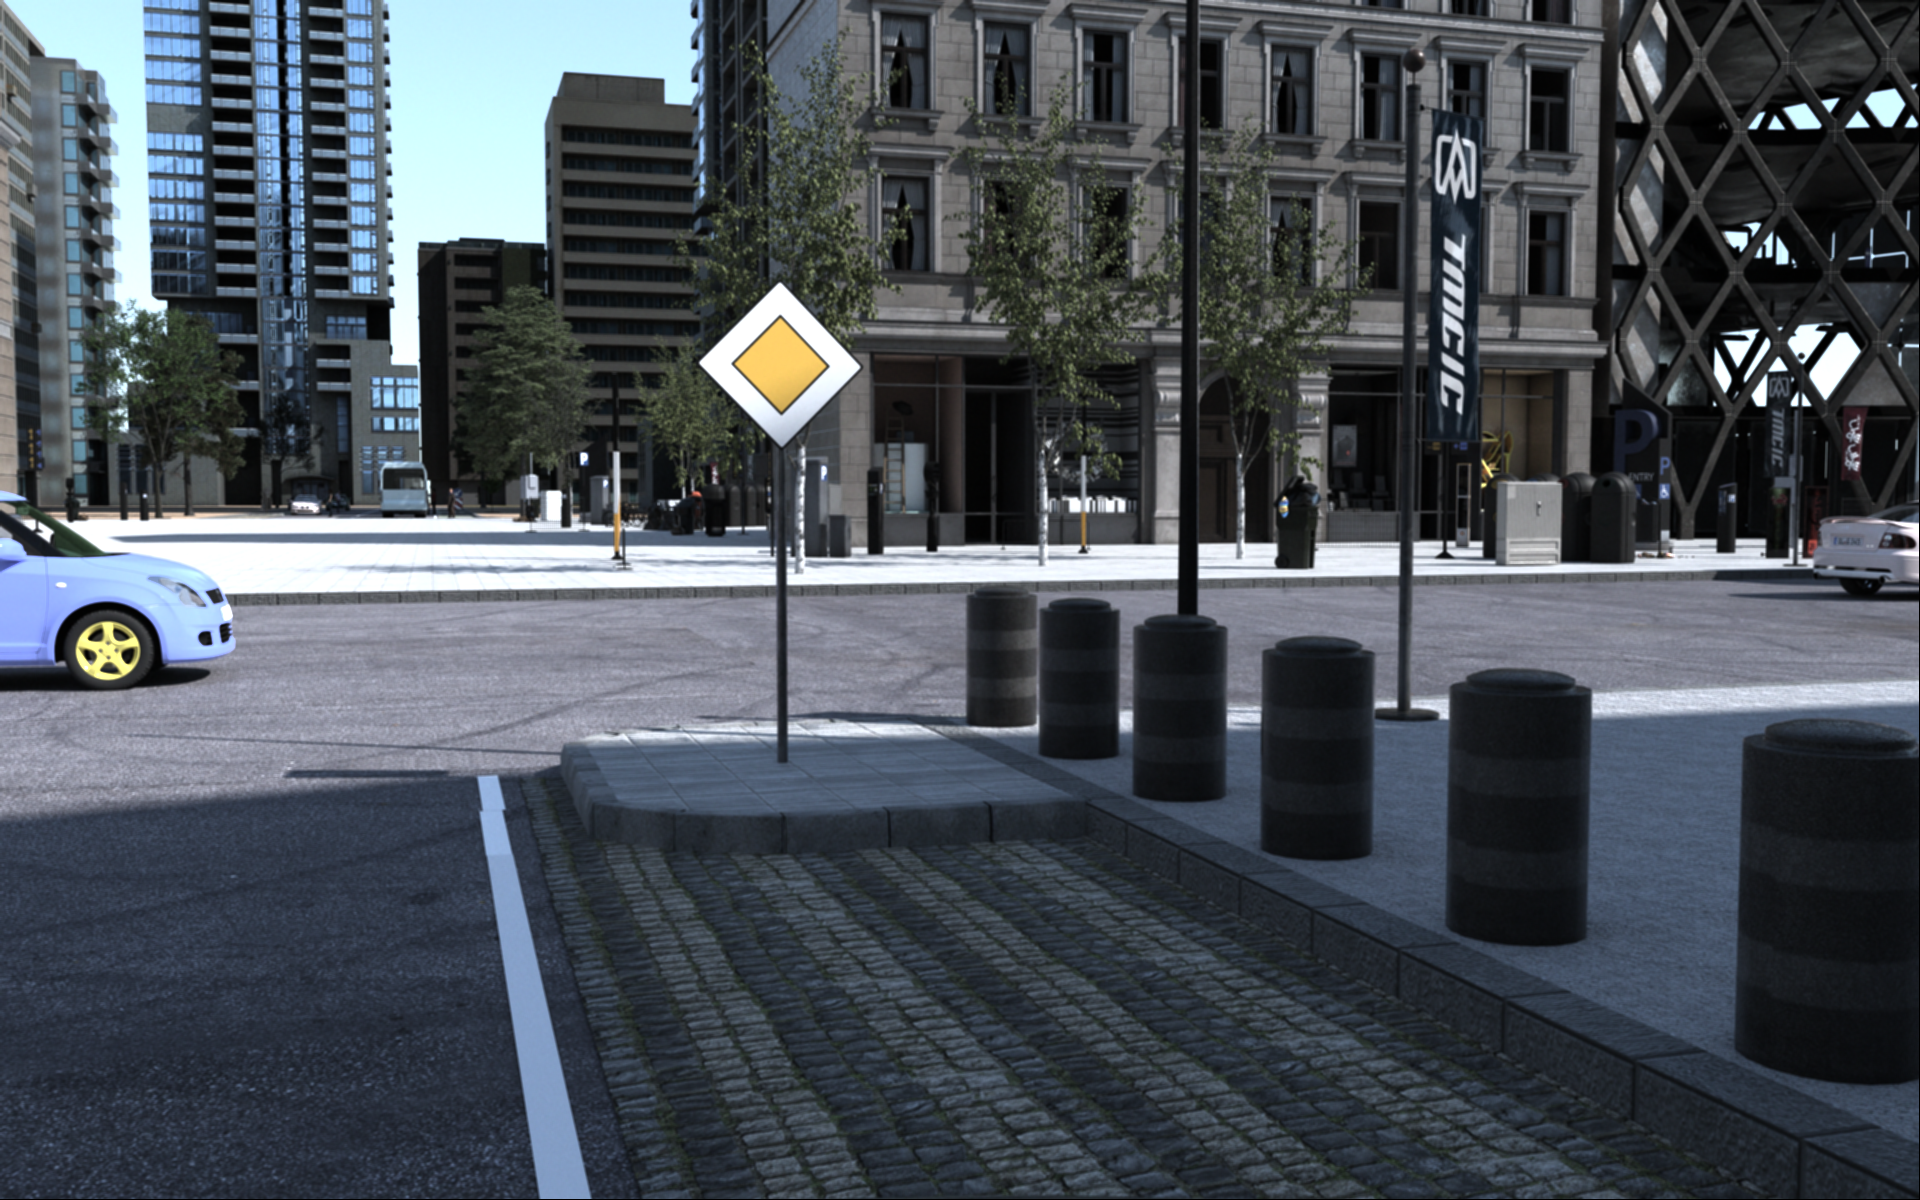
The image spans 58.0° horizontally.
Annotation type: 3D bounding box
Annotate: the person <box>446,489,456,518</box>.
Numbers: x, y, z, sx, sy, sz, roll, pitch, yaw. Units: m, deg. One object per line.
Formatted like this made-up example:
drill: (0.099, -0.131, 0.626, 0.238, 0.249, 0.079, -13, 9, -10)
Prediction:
person: (-30.207, -5.727, 102.693, 0.990, 1.755, 0.434, 3, 5, 42)

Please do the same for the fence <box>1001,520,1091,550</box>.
fence: (1.986, -1.511, 40.076, 2.069, 0.683, 0.278, 0, 4, 3)

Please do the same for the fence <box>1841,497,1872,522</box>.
fence: (23.395, -2.080, 45.207, 2.264, 1.192, 0.480, -3, 5, -44)

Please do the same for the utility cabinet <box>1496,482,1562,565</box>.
utility cabinet: (10.189, -1.365, 30.995, 1.173, 1.500, 0.318, -1, 4, -19)

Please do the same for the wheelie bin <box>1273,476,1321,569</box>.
wheelie bin: (5.822, -1.342, 29.843, 0.693, 1.594, 0.980, 2, 4, 28)

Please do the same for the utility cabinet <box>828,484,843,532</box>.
utility cabinet: (-2.722, -1.793, 37.997, 0.318, 1.500, 1.173, 0, 4, -4)

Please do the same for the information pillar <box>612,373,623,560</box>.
information pillar: (-6.715, -2.599, 33.854, 0.183, 3.616, 0.504, 0, 4, -6)

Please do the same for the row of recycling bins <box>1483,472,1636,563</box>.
row of recycling bins: (11.593, -1.619, 33.590, 1.069, 1.692, 3.534, -2, 4, -29)

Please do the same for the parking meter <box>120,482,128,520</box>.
parking meter: (-41.224, -4.873, 85.381, 0.255, 1.863, 0.399, -1, 4, -11)

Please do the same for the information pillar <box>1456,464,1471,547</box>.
information pillar: (12.152, -2.283, 41.813, 0.304, 2.012, 0.304, 1, 4, 21)

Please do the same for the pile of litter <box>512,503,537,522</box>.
pile of litter: (-20.144, -4.047, 80.140, 1.176, 0.858, 1.719, 0, 4, -5)

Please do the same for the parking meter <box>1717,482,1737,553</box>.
parking meter: (16.714, -1.794, 37.749, 0.372, 1.533, 0.369, 0, 3, 0)

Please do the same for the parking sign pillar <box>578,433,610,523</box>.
parking sign pillar: (-16.313, -5.433, 77.304, 1.447, 3.967, 1.447, 1, 4, 9)

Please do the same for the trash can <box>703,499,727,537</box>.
trash can: (-7.397, -2.489, 52.341, 0.748, 1.137, 0.748, 0, 3, 0)

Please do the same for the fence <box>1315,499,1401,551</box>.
fence: (9.086, -1.711, 39.171, 2.264, 1.192, 0.480, 1, 4, 15)

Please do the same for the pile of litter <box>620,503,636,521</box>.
pile of litter: (-16.430, -4.305, 84.359, 1.719, 0.858, 1.176, 3, 5, 41)

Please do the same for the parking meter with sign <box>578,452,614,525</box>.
parking meter with sign: (-15.026, -4.641, 72.140, 1.738, 3.016, 0.543, 2, 4, 27)

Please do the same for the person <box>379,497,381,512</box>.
person: (-47.279, -8.140, 141.672, 0.705, 1.814, 1.350, -2, 4, -29)

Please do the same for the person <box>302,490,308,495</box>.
person: (-57.922, -8.814, 153.139, 0.617, 1.759, 0.750, 0, 4, -4)

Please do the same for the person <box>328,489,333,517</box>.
person: (-39.352, -6.043, 108.019, 0.721, 1.735, 1.217, -1, 4, -23)

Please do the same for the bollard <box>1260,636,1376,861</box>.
bollard: (1.286, 0.519, 6.234, 0.404, 0.777, 0.398, 0, 3, 0)

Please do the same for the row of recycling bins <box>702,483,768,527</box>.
row of recycling bins: (-8.783, -3.733, 68.148, 1.069, 1.692, 3.534, 2, 4, 32)

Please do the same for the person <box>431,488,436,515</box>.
person: (-36.090, -6.743, 118.684, 0.705, 1.831, 1.348, -1, 4, -17)

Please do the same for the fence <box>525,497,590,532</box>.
fence: (-13.712, -2.925, 59.022, 0.480, 1.192, 2.264, 3, 5, 44)

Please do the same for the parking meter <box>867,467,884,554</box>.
parking meter: (-1.799, -1.906, 36.869, 0.255, 1.863, 0.399, 1, 4, 15)

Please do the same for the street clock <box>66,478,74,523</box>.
street clock: (-40.135, -4.498, 78.117, 0.358, 2.002, 0.471, -1, 4, -17)

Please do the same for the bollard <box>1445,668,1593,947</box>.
bollard: (1.639, 0.589, 5.085, 0.404, 0.777, 0.398, 0, 3, 0)

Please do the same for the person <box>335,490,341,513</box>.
person: (-46.751, -7.397, 130.381, 0.436, 1.711, 0.756, 1, 4, 13)

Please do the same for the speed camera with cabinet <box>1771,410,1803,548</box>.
speed camera with cabinet: (19.810, -2.892, 41.626, 0.660, 3.252, 2.038, 1, 4, 22)

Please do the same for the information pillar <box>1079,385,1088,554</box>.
information pillar: (2.671, -2.822, 37.496, 0.183, 3.616, 0.504, 0, 4, 0)

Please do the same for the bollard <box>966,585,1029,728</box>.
bollard: (0.233, 0.308, 9.683, 0.404, 0.777, 0.398, 0, 3, 0)

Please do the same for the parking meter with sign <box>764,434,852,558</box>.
parking meter with sign: (-3.073, -2.385, 35.252, 1.738, 3.016, 0.543, 1, 4, 18)

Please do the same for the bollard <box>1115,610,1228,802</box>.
bollard: (0.936, 0.449, 7.383, 0.404, 0.777, 0.398, 0, 3, 0)

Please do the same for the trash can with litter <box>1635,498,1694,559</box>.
trash can with litter: (13.586, -1.474, 35.156, 2.233, 1.210, 1.678, 3, 4, 39)

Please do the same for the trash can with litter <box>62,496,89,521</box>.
trash can with litter: (-43.081, -4.465, 84.390, 0.624, 1.170, 1.055, 2, 4, 31)

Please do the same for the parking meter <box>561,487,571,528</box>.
parking meter: (-15.101, -3.544, 66.359, 0.372, 1.533, 0.369, 0, 3, 0)

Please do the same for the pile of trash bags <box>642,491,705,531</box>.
pile of trash bags: (-9.860, -3.145, 61.170, 1.912, 1.369, 3.447, -2, 4, -30)

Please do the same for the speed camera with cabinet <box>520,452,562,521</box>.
speed camera with cabinet: (-20.026, -5.422, 82.987, 2.038, 3.252, 0.660, -3, 5, -44)

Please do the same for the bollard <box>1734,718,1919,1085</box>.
bollard: (1.985, 0.660, 3.934, 0.404, 0.777, 0.398, 0, 3, 0)

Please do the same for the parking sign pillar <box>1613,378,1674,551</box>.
parking sign pillar: (15.606, -3.130, 39.648, 1.447, 3.967, 1.447, -2, 4, -28)

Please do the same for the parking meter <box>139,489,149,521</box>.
parking meter: (-39.392, -4.600, 83.619, 0.372, 1.533, 0.369, 0, 3, 0)

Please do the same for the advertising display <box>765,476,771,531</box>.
advertising display: (-6.450, -3.422, 61.171, 0.974, 1.923, 0.123, -3, 5, -40)

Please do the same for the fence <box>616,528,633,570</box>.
fence: (-5.893, -0.916, 30.354, 0.278, 0.683, 2.069, -1, 4, -12)

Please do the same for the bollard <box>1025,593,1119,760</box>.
bollard: (0.587, 0.378, 8.533, 0.404, 0.777, 0.398, 0, 3, 0)

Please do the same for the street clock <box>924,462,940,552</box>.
street clock: (-0.624, -2.081, 38.590, 0.358, 2.002, 0.471, 1, 4, 20)

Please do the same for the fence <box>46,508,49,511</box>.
fence: (-40.469, -3.704, 75.939, 0.278, 0.683, 2.069, 0, 4, 4)
